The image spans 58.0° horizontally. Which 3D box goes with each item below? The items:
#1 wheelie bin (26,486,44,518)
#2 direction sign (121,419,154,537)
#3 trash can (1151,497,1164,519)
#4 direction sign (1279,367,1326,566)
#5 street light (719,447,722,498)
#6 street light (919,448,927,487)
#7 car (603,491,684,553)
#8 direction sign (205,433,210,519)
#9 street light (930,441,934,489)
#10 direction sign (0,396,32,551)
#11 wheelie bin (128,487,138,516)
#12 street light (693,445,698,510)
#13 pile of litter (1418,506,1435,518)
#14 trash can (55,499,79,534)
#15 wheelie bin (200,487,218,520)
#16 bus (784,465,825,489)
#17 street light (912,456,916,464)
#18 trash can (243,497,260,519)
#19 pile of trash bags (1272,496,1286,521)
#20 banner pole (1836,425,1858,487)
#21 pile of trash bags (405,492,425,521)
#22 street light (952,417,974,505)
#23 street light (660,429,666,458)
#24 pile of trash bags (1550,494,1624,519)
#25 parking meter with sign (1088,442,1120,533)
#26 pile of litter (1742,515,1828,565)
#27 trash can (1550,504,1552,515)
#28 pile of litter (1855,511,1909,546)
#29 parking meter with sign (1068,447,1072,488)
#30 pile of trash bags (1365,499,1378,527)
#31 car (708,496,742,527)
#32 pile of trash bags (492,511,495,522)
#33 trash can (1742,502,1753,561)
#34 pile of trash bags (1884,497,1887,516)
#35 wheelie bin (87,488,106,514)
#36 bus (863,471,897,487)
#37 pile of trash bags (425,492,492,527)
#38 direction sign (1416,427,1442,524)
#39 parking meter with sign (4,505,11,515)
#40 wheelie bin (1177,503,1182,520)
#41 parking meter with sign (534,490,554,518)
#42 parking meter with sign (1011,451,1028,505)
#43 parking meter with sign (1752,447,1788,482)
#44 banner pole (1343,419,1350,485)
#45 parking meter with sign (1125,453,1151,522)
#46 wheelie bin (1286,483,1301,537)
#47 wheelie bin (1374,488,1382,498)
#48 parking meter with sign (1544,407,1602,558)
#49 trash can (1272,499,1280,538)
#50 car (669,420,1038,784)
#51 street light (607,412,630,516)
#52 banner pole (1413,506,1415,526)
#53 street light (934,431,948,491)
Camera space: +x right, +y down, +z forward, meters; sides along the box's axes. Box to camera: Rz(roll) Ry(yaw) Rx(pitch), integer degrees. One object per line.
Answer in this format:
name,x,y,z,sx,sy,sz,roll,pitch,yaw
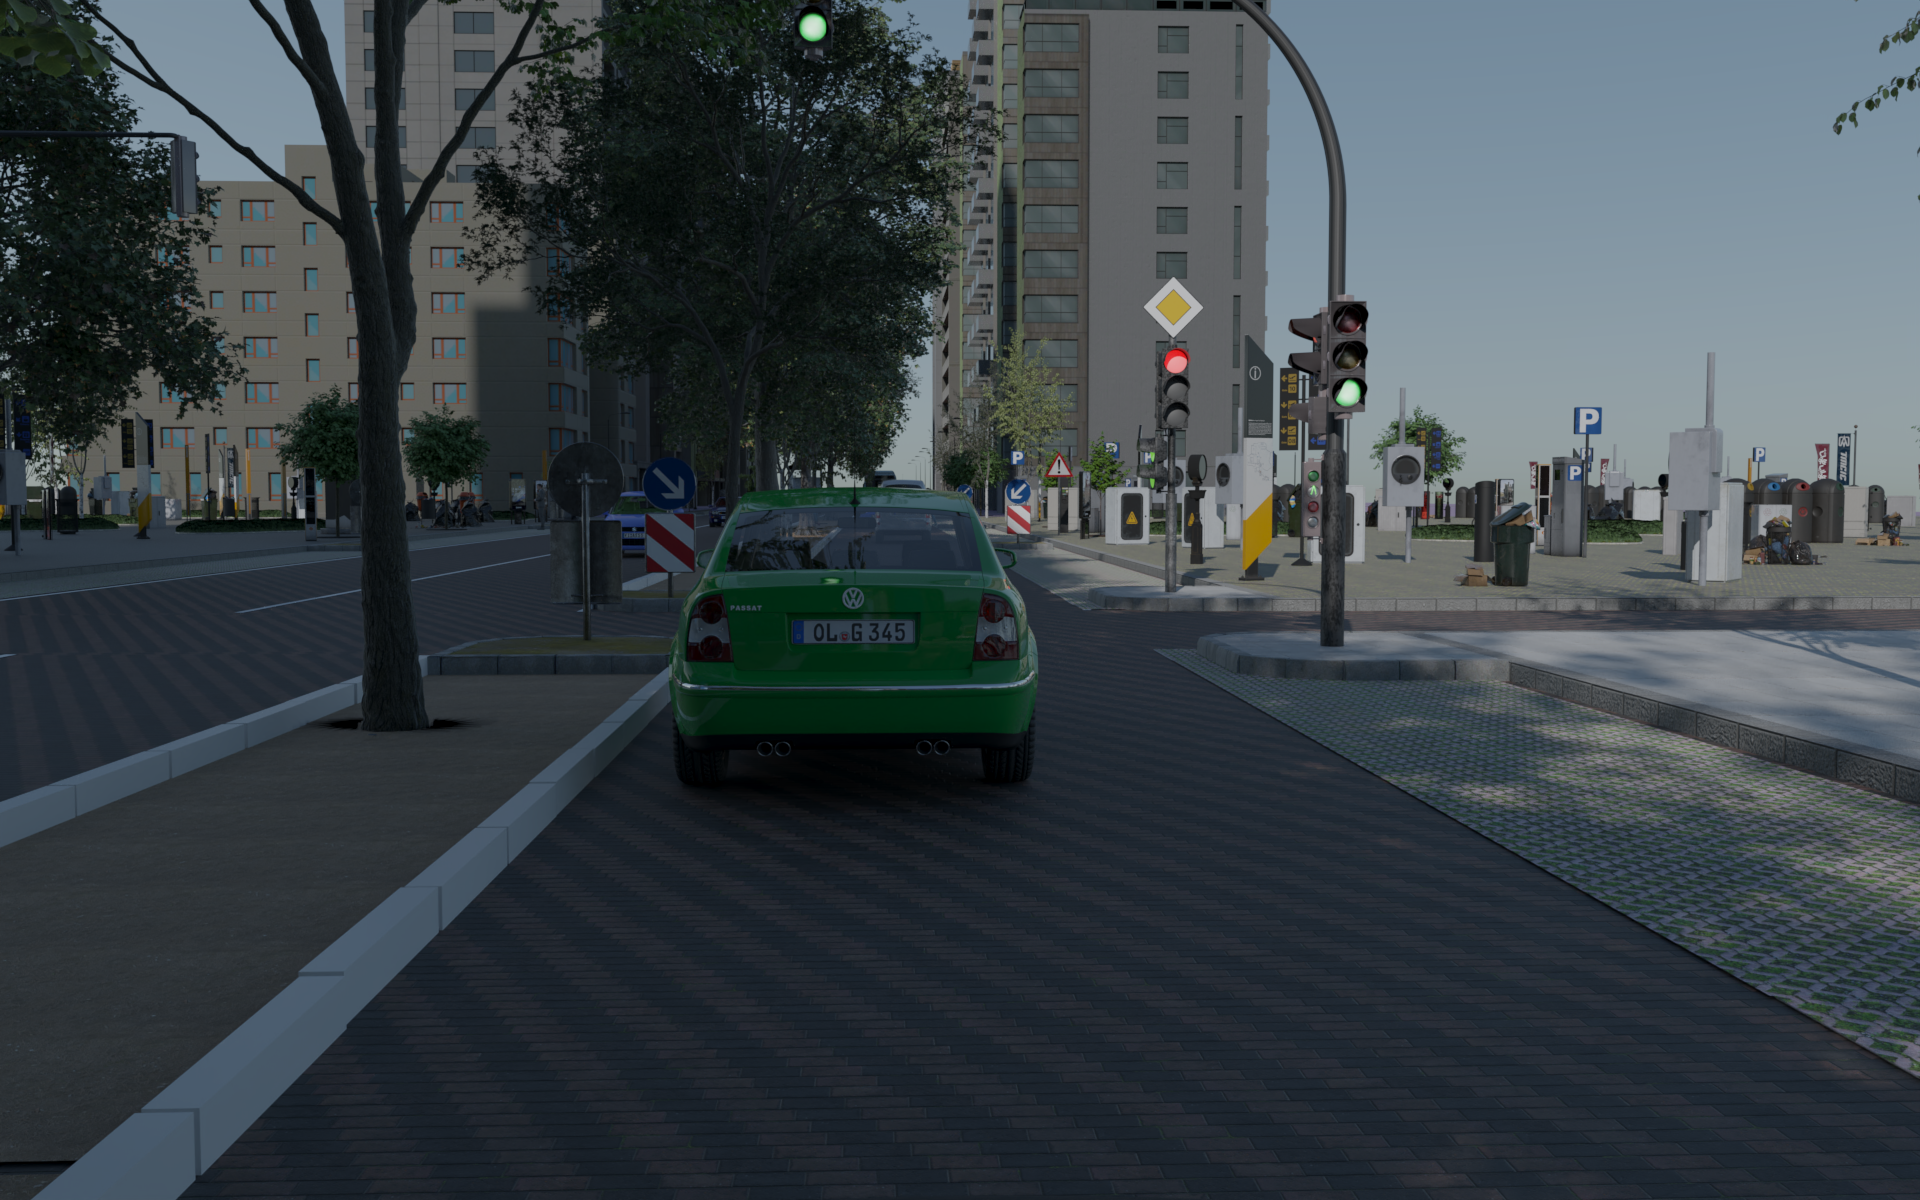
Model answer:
wheelie bin,-36.581,-3.702,68.437,0.980,1.594,0.693,-2,4,-29
direction sign,-24.787,-3.686,52.264,0.876,3.537,0.379,-2,4,-26
trash can,10.252,-4.777,89.756,0.748,1.137,0.748,0,3,0
direction sign,6.126,-2.382,30.939,0.876,3.537,0.379,2,4,27
street light,-22.592,-11.885,166.853,1.470,5.913,1.316,0,4,-3
street light,-3.149,-12.329,174.120,1.470,5.913,1.316,0,4,-3
car,-7.412,-1.895,40.572,1.945,1.707,3.694,0,4,-4
direction sign,-28.254,-4.471,65.100,0.379,3.537,0.876,-2,4,-32
street light,-1.932,-10.911,150.943,1.470,5.913,1.316,0,4,-3
direction sign,-21.465,-2.886,39.175,0.876,3.537,0.379,-3,5,-42
wheelie bin,-38.728,-4.508,81.608,0.980,1.594,0.693,2,4,25
street light,-21.438,-10.465,143.644,1.470,5.913,1.316,0,4,-3
pile of litter,25.294,-4.903,94.134,1.176,0.858,1.719,1,4,14
trash can,-28.458,-2.664,55.214,0.748,1.137,0.748,0,3,0
wheelie bin,-34.533,-4.390,79.692,0.693,1.594,0.980,-3,4,-37
bus,-11.625,-8.495,130.447,2.896,3.916,12.252,0,4,-4
street light,-4.783,-14.595,211.172,1.470,5.913,1.316,0,4,-3
trash can,-32.739,-4.186,80.094,0.748,1.137,0.748,0,3,0
pile of trash bags,11.338,-3.195,61.992,3.447,1.369,1.912,2,4,28
banner pole,32.107,-4.442,62.645,0.863,3.779,0.401,0,4,5
pile of trash bags,-26.536,-4.452,82.549,1.912,1.369,3.447,1,4,20
street light,0.272,-8.105,105.053,1.470,5.913,1.316,0,4,-3
street light,-20.374,-9.083,121.050,1.470,5.913,1.316,0,4,-3
pile of trash bags,22.195,-3.202,62.102,1.912,1.369,3.447,-3,5,-40
parking meter with sign,4.705,-3.754,57.632,0.543,3.016,1.738,2,4,29
pile of litter,14.902,-1.086,31.721,1.719,0.858,1.176,2,4,31
trash can,23.724,-3.487,68.660,0.748,1.137,0.748,0,3,0
pile of litter,23.059,-1.795,43.312,1.176,0.858,1.719,1,4,20
parking meter with sign,4.858,-4.106,63.390,1.738,3.016,0.543,1,4,9
pile of trash bags,15.855,-3.597,68.570,1.912,1.369,3.447,0,4,7
car,-10.044,-3.896,76.280,1.945,1.354,3.894,0,4,-2
pile of trash bags,-22.403,-4.262,79.441,1.912,1.369,3.447,-1,4,-18
trash can,14.791,-1.318,33.211,0.748,1.137,0.748,0,3,0
pile of trash bags,43.849,-4.490,83.166,1.912,1.369,3.447,2,4,32
wheelie bin,-45.118,-5.050,90.471,0.693,1.594,0.980,2,4,32
bus,-6.528,-8.982,141.720,2.948,3.499,13.247,0,4,-3
pile of trash bags,-20.011,-3.637,69.215,1.912,1.369,3.447,-1,4,-8
direction sign,15.949,-4.098,58.993,0.876,3.537,0.379,0,4,-7
parking meter with sign,-51.585,-5.963,93.748,0.543,3.016,1.738,0,4,-1
wheelie bin,9.800,-4.255,77.476,0.980,1.594,0.693,-1,4,-18
parking meter with sign,-21.950,-5.902,92.751,1.738,3.016,0.543,1,4,12
parking meter with sign,2.426,-4.479,69.487,0.543,3.016,1.738,0,4,-6
parking meter with sign,30.065,-4.132,63.812,0.543,3.016,1.738,-1,4,-22
banner pole,10.353,-3.482,46.955,0.863,3.779,0.401,-2,4,-35
parking meter with sign,6.720,-4.326,66.993,1.738,3.016,0.543,-3,4,-38
wheelie bin,10.131,-2.661,51.420,0.693,1.594,0.980,2,4,31
wheelie bin,22.334,-5.112,91.488,0.693,1.594,0.980,-2,4,-28
parking meter with sign,12.512,-2.405,35.578,0.543,3.016,1.738,0,4,-4
trash can,8.986,-2.386,50.667,0.748,1.137,0.748,0,3,0
car,-0.594,-0.071,9.961,1.959,1.807,4.718,0,4,-3
street light,-19.324,-7.673,97.988,1.470,5.913,1.316,0,4,-3
banner pole,17.879,-4.824,68.883,0.401,3.779,0.863,-3,5,-39
street light,-0.949,-9.498,127.831,1.470,5.913,1.316,0,4,-3
